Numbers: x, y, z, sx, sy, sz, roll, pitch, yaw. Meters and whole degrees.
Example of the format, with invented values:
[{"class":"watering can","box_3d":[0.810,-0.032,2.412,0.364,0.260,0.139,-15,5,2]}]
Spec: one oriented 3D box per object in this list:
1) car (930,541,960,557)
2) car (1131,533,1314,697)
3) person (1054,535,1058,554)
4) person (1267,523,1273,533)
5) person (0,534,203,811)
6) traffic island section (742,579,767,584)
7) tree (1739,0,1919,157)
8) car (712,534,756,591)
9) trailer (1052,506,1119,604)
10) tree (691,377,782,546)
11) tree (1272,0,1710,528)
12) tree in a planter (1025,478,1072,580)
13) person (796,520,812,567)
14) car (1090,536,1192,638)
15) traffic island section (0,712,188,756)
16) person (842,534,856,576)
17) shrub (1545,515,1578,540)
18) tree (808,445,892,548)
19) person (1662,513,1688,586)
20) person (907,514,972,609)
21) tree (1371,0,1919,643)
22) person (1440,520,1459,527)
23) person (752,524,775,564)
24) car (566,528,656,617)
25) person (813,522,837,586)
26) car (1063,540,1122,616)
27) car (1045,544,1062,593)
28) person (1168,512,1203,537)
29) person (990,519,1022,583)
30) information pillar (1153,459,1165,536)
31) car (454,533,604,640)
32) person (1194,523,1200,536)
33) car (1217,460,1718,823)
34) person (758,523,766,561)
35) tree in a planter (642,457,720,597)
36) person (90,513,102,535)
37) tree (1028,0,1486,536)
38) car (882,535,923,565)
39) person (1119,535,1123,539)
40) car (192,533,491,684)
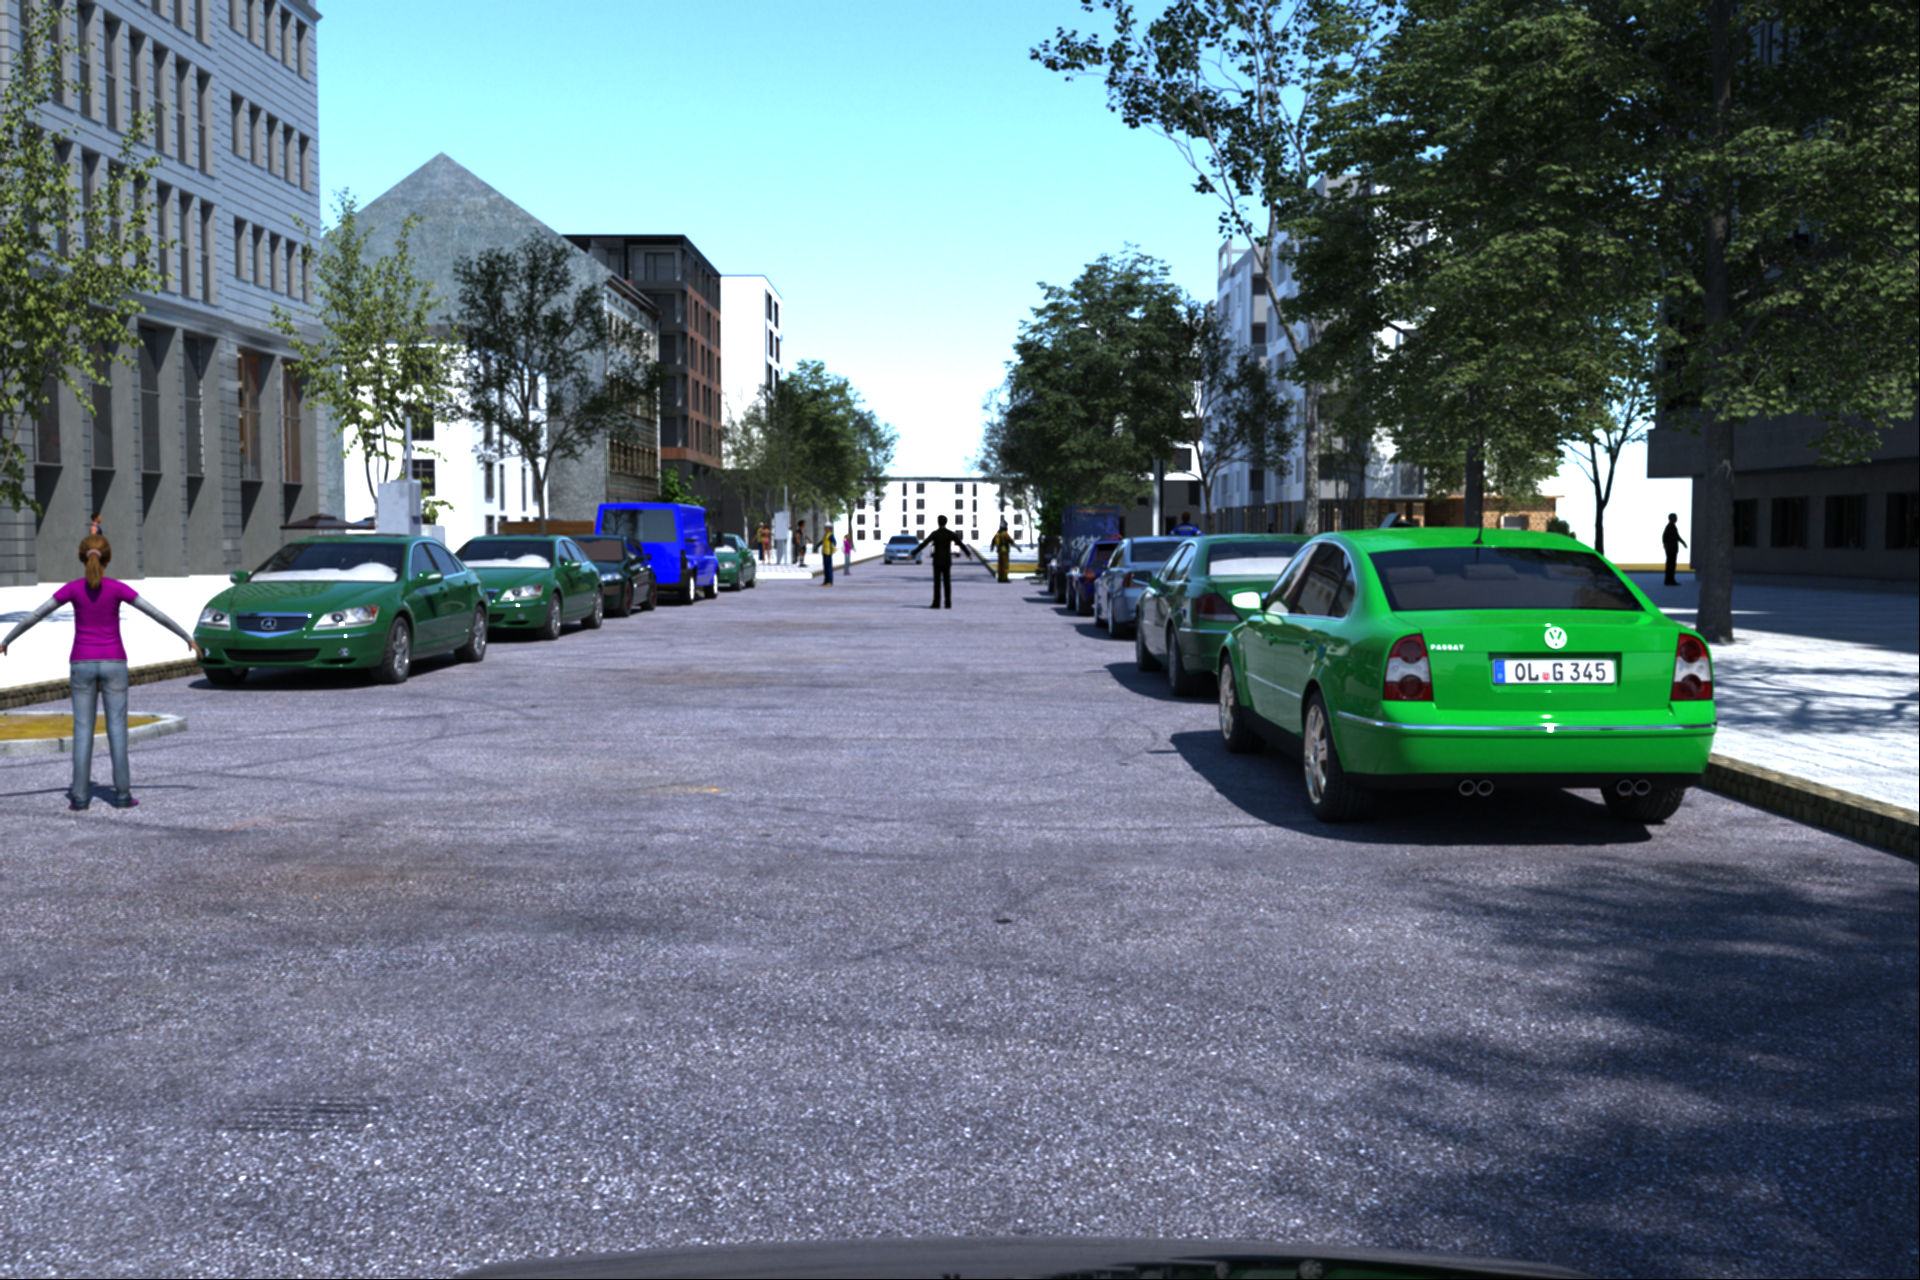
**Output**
[{"class":"car","box_3d":[-0.915,-5.834,107.746,2.083,1.381,4.827,0,4,-1]},{"class":"car","box_3d":[2.773,-0.299,16.692,2.131,1.459,4.920,0,3,0]},{"class":"person","box_3d":[3.886,-3.937,70.503,1.348,1.813,0.705,1,4,14]},{"class":"person","box_3d":[15.726,-4.993,87.576,0.705,1.837,1.347,0,4,-1]},{"class":"person","box_3d":[-4.496,0.163,9.050,0.991,1.433,0.599,-1,4,-23]},{"class":"traffic island section","box_3d":[-6.681,-1.690,50.496,1.991,0.108,1.994,0,4,0]},{"class":"tree","box_3d":[8.476,-4.676,10.864,7.601,10.594,8.767,-2,4,-32]},{"class":"car","box_3d":[-6.381,-2.019,44.803,2.131,1.459,4.920,0,4,0]},{"class":"trailer","box_3d":[2.684,-1.816,36.735,1.471,1.999,3.904,0,4,-1]},{"class":"tree","box_3d":[-9.827,-7.978,80.808,4.360,8.622,3.978,0,3,0]},{"class":"tree","box_3d":[9.286,-6.902,30.973,7.486,12.596,7.792,0,3,0]},{"class":"tree in a planter","box_3d":[3.052,-3.532,54.966,1.991,3.239,1.994,0,4,1]},{"class":"person","box_3d":[-6.100,-3.737,67.246,0.704,1.843,1.345,1,4,17]},{"class":"car","box_3d":[2.929,-0.799,25.068,2.014,1.417,4.499,0,4,0]},{"class":"traffic island section","box_3d":[-6.628,0.655,12.150,1.991,0.108,1.994,0,4,0]},{"class":"person","box_3d":[-3.849,-2.949,59.936,0.599,1.433,0.991,2,4,24]},{"class":"shrub","box_3d":[23.051,-3.823,66.920,1.690,2.028,1.600,0,3,0]},{"class":"tree","box_3d":[-9.969,-13.669,157.898,8.767,10.594,7.601,-3,4,-39]},{"class":"person","box_3d":[17.781,-2.264,43.199,0.705,1.807,1.348,3,5,44]},{"class":"person","box_3d":[-0.358,-1.509,33.310,1.347,1.806,0.705,-2,4,-24]},{"class":"tree","box_3d":[8.906,-6.273,20.692,7.486,12.596,7.792,0,3,0]},{"class":"person","box_3d":[15.752,-3.001,55.918,0.742,1.727,0.445,2,4,30]},{"class":"person","box_3d":[-8.432,-4.175,75.063,1.217,1.733,0.721,-2,4,-26]},{"class":"car","box_3d":[-6.558,-1.298,31.005,2.009,1.686,4.222,0,4,0]},{"class":"person","box_3d":[-3.720,-2.376,47.765,0.721,1.772,1.216,-2,4,-32]},{"class":"car","box_3d":[2.883,-1.159,31.526,1.945,1.354,3.894,0,4,0]},{"class":"car","box_3d":[3.022,-1.755,41.281,1.945,1.354,3.894,0,4,0]},{"class":"person","box_3d":[5.595,-2.253,42.811,1.345,1.831,0.704,1,4,21]},{"class":"person","box_3d":[1.294,-2.605,50.819,0.705,1.858,1.354,-3,4,-38]},{"class":"information pillar","box_3d":[6.345,-3.915,55.333,0.184,3.620,1.656,0,3,0]},{"class":"car","box_3d":[-6.359,-0.798,24.840,2.131,1.459,4.920,0,3,0]},{"class":"person","box_3d":[12.713,-5.348,93.218,0.705,1.856,1.354,-3,4,-38]},{"class":"car","box_3d":[2.634,-0.073,9.984,1.959,1.807,4.718,0,4,-1]},{"class":"person","box_3d":[-9.546,-4.742,83.508,0.705,1.833,1.349,-1,4,-18]},{"class":"tree in a planter","box_3d":[-6.660,-2.635,40.301,1.991,3.239,1.994,0,4,0]},{"class":"person","box_3d":[-21.491,-2.264,43.187,0.704,1.807,1.345,-1,4,-21]},{"class":"tree","box_3d":[7.773,-11.586,45.314,12.611,20.169,13.585,0,3,0]},{"class":"car","box_3d":[-2.694,-4.346,83.056,2.014,1.417,4.499,0,3,0]},{"class":"person","box_3d":[8.382,-5.427,94.592,1.347,1.847,0.705,-2,4,-33]},{"class":"car","box_3d":[-6.265,-0.381,18.024,2.131,1.459,4.920,0,4,-1]}]
